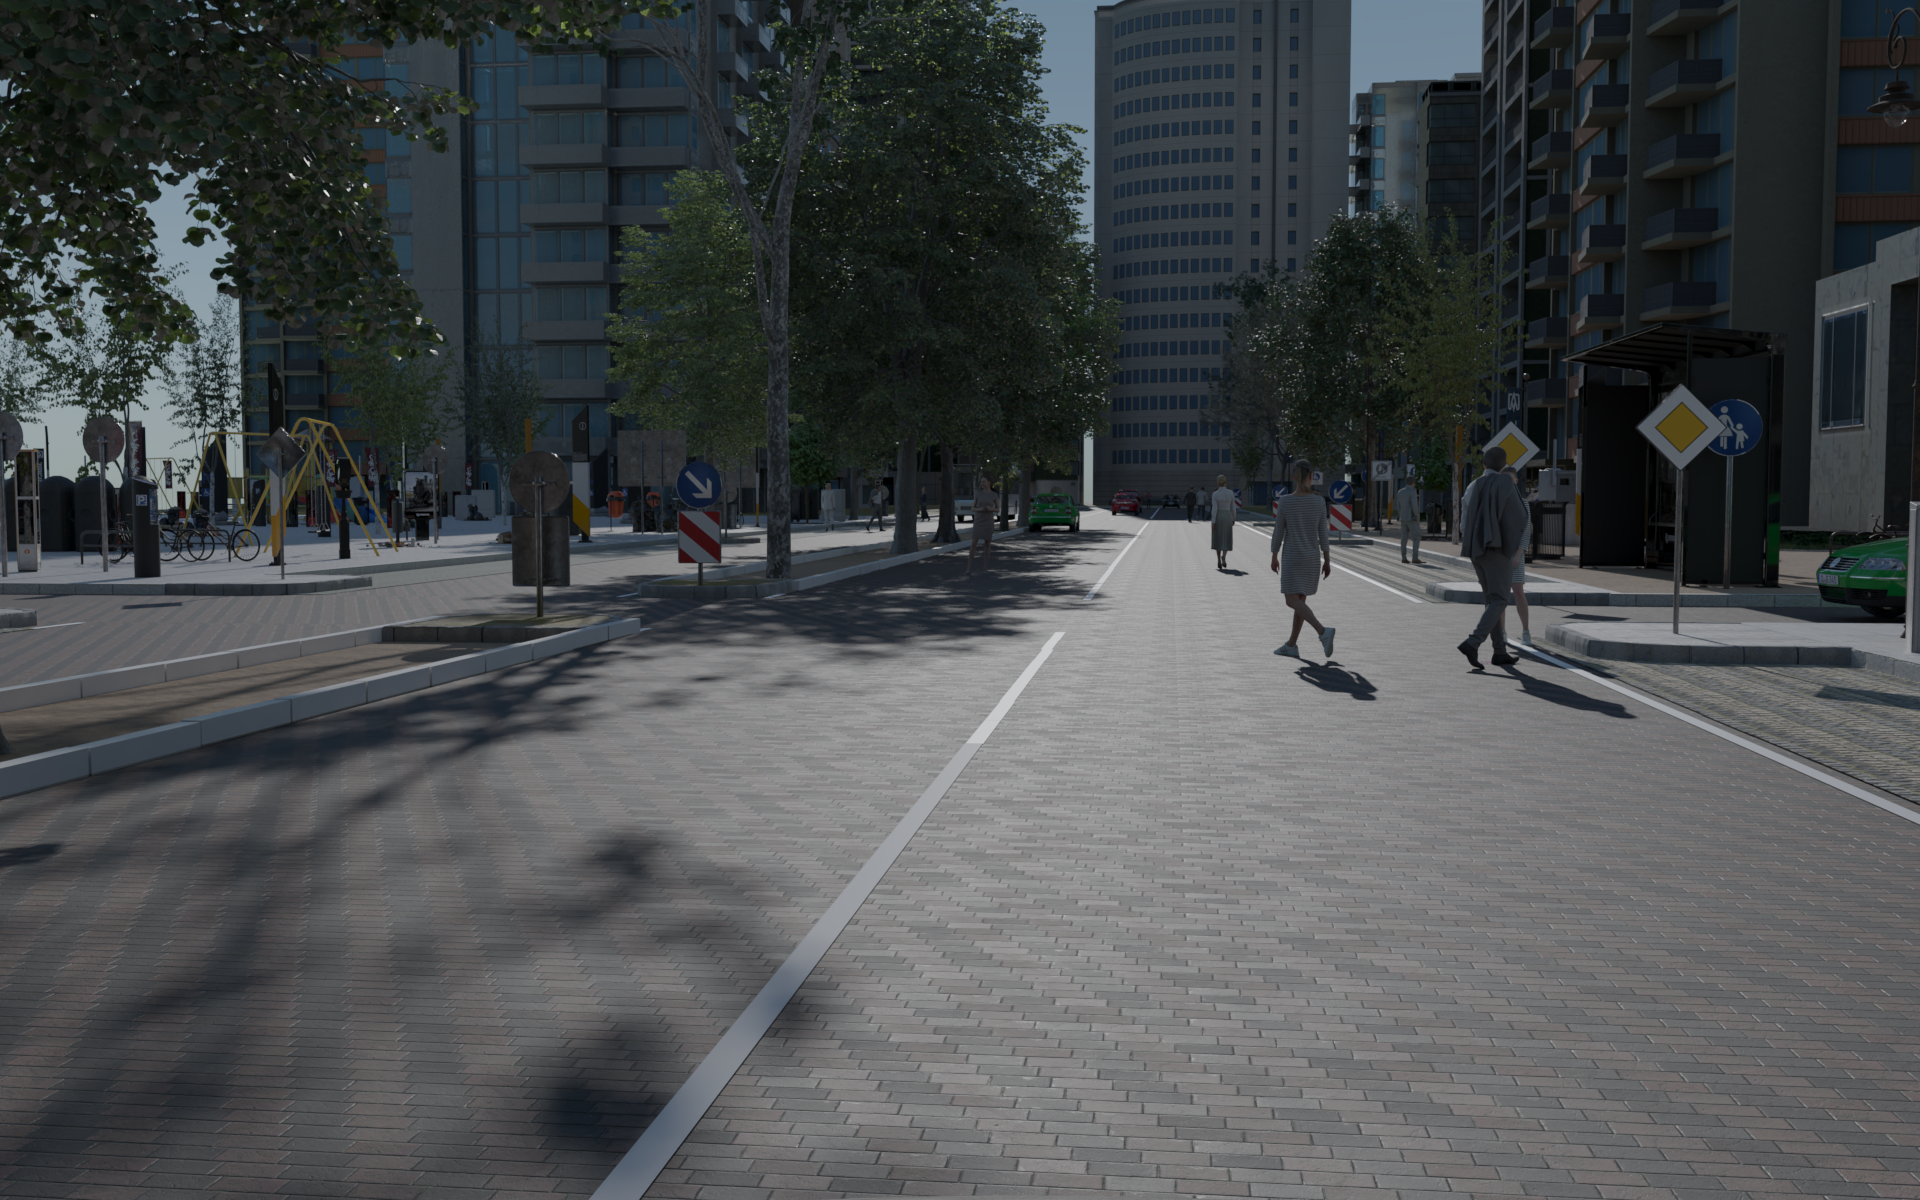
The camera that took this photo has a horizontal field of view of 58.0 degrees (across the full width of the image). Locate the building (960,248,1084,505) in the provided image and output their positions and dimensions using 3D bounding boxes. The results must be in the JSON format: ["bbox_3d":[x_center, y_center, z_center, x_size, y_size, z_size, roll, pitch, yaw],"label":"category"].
[{"bbox_3d":[7.345,-26.351,202.532,14.107,30.474,14.160,0,4,7],"label":"building"}]

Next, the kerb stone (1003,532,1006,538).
[{"bbox_3d":[1.319,-2.105,56.665,0.120,0.150,1.000,0,4,7],"label":"kerb stone"}]

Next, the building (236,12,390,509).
[{"bbox_3d":[-50.193,-30.904,159.902,28.867,44.769,22.147,0,4,7],"label":"building"}]

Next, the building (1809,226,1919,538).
[{"bbox_3d":[38.529,-44.380,38.292,31.000,86.520,22.319,0,4,7],"label":"building"}]

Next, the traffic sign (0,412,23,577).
[{"bbox_3d":[-14.809,-1.631,26.776,0.768,2.556,0.104,1,4,14],"label":"traffic sign"}]

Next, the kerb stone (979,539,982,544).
[{"bbox_3d":[0.456,-1.672,49.529,0.120,0.150,1.000,0,4,7],"label":"kerb stone"}]

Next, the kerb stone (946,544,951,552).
[{"bbox_3d":[-0.400,-1.235,42.396,0.120,0.150,1.000,0,4,7],"label":"kerb stone"}]

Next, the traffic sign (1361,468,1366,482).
[{"bbox_3d":[19.192,-4.958,81.161,0.768,2.556,0.104,1,4,11],"label":"traffic sign"}]

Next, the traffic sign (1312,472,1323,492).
[{"bbox_3d":[16.116,-4.668,78.449,0.606,2.300,0.079,1,4,12],"label":"traffic sign"}]

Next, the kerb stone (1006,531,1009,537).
[{"bbox_3d":[1.447,-2.171,57.685,0.120,0.150,1.000,0,4,7],"label":"kerb stone"}]

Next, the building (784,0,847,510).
[{"bbox_3d":[-17.301,-29.968,140.095,14.600,45.320,14.200,0,4,7],"label":"building"}]

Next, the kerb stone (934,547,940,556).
[{"bbox_3d":[-0.654,-1.106,40.365,0.120,0.150,1.000,0,4,7],"label":"kerb stone"}]

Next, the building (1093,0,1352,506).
[{"bbox_3d":[29.767,-40.318,201.190,28.212,58.520,21.231,0,4,7],"label":"building"}]

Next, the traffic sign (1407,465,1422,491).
[{"bbox_3d":[15.703,-3.523,59.733,0.606,2.300,0.079,1,4,16],"label":"traffic sign"}]

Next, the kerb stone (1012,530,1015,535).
[{"bbox_3d":[1.703,-2.295,59.723,0.120,0.150,1.000,0,4,7],"label":"kerb stone"}]

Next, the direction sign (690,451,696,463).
[{"bbox_3d":[-13.677,-5.920,88.795,0.379,3.537,0.876,1,4,12],"label":"direction sign"}]

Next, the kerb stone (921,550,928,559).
[{"bbox_3d":[-0.900,-0.983,38.327,0.120,0.150,1.000,0,4,7],"label":"kerb stone"}]

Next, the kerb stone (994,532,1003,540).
[{"bbox_3d":[1.203,-2.046,55.649,0.120,0.150,1.000,0,4,7],"label":"kerb stone"}]

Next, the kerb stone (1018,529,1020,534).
[{"bbox_3d":[1.945,-2.419,61.753,0.120,0.150,1.000,0,4,7],"label":"kerb stone"}]

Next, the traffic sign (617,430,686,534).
[{"bbox_3d":[-9.833,-3.754,55.251,2.265,3.308,0.079,1,4,9],"label":"traffic sign"}]

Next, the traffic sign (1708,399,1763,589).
[{"bbox_3d":[10.351,-1.419,23.308,0.768,2.556,0.104,1,4,15],"label":"traffic sign"}]

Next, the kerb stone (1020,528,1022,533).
[{"bbox_3d":[2.068,-2.479,62.768,0.120,0.150,1.000,0,4,7],"label":"kerb stone"}]

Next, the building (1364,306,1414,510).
[{"bbox_3d":[49.709,-18.386,145.652,27.650,21.520,28.899,0,4,7],"label":"building"}]

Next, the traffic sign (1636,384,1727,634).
[{"bbox_3d":[6.579,-0.748,15.867,0.795,2.450,0.064,0,4,7],"label":"traffic sign"}]

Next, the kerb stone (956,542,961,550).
[{"bbox_3d":[-0.156,-1.358,44.435,0.120,0.150,1.000,0,4,7],"label":"kerb stone"}]

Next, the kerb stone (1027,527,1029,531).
[{"bbox_3d":[2.435,-2.668,65.814,0.120,0.150,1.000,0,4,7],"label":"kerb stone"}]

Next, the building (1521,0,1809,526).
[{"bbox_3d":[39.114,-26.053,80.585,22.147,44.769,28.867,0,4,7],"label":"building"}]

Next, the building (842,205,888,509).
[{"bbox_3d":[-14.145,-23.772,160.376,14.107,30.474,14.160,0,4,7],"label":"building"}]

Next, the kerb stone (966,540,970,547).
[{"bbox_3d":[0.086,-1.483,46.468,0.120,0.150,1.000,0,4,7],"label":"kerb stone"}]

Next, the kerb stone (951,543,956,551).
[{"bbox_3d":[-0.284,-1.298,43.411,0.120,0.150,1.000,0,4,7],"label":"kerb stone"}]

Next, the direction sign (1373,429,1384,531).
[{"bbox_3d":[14.746,-4.217,60.953,0.379,3.537,0.876,0,4,-2],"label":"direction sign"}]

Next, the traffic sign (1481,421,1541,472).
[{"bbox_3d":[7.542,-1.232,23.794,0.795,2.450,0.064,0,4,7],"label":"traffic sign"}]

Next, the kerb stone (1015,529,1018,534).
[{"bbox_3d":[1.831,-2.357,60.737,0.120,0.150,1.000,0,4,7],"label":"kerb stone"}]

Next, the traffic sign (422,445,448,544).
[{"bbox_3d":[-13.551,-2.727,44.690,0.768,2.556,0.104,1,4,17],"label":"traffic sign"}]

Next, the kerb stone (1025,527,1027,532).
[{"bbox_3d":[2.316,-2.606,64.799,0.120,0.150,1.000,0,4,7],"label":"kerb stone"}]

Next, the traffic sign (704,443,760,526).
[{"bbox_3d":[-9.068,-4.585,68.831,2.265,3.308,0.079,1,4,11],"label":"traffic sign"}]

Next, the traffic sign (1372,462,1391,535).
[{"bbox_3d":[13.023,-3.144,53.536,0.606,2.300,0.079,1,4,8],"label":"traffic sign"}]

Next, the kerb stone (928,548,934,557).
[{"bbox_3d":[-0.778,-1.047,39.346,0.120,0.150,1.000,0,4,7],"label":"kerb stone"}]

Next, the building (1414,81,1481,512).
[{"bbox_3d":[39.638,-21.557,124.162,14.160,30.474,14.107,0,4,7],"label":"building"}]

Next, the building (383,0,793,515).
[{"bbox_3d":[-24.188,-30.505,118.366,23.786,49.044,30.456,0,4,7],"label":"building"}]

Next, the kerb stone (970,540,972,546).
[{"bbox_3d":[0.205,-1.544,47.484,0.120,0.150,1.000,0,4,7],"label":"kerb stone"}]

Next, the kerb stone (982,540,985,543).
[{"bbox_3d":[0.707,-1.794,51.558,0.120,0.150,1.000,0,4,7],"label":"kerb stone"}]

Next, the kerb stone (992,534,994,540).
[{"bbox_3d":[0.836,-1.859,52.584,0.120,0.150,1.000,0,4,7],"label":"kerb stone"}]

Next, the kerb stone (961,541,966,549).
[{"bbox_3d":[-0.036,-1.422,45.453,0.120,0.150,1.000,0,4,7],"label":"kerb stone"}]

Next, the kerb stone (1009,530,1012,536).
[{"bbox_3d":[1.583,-2.233,58.708,0.120,0.150,1.000,0,4,7],"label":"kerb stone"}]

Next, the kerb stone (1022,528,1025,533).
[{"bbox_3d":[2.198,-2.543,63.783,0.120,0.150,1.000,0,4,7],"label":"kerb stone"}]

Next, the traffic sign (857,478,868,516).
[{"bbox_3d":[-5.699,-6.164,100.782,0.884,2.594,0.081,1,4,9],"label":"traffic sign"}]

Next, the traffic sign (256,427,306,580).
[{"bbox_3d":[-10.170,-1.365,25.957,0.795,2.450,0.064,0,4,7],"label":"traffic sign"}]

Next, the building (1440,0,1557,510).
[{"bbox_3d":[41.831,-40.792,105.200,20.563,71.187,20.611,0,4,7],"label":"building"}]

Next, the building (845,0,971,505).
[{"bbox_3d":[-10.008,-46.921,205.404,20.611,71.187,20.563,0,4,7],"label":"building"}]

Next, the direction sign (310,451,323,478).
[{"bbox_3d":[-34.183,-6.115,91.977,0.379,3.537,0.876,2,4,35],"label":"direction sign"}]

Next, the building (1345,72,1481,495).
[{"bbox_3d":[59.084,-35.472,199.572,30.456,49.044,23.786,0,4,7],"label":"building"}]

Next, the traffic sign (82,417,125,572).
[{"bbox_3d":[-14.098,-1.737,28.508,0.768,2.556,0.104,1,4,10],"label":"traffic sign"}]

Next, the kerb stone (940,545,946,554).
[{"bbox_3d":[-0.527,-1.172,41.379,0.120,0.150,1.000,0,4,7],"label":"kerb stone"}]
